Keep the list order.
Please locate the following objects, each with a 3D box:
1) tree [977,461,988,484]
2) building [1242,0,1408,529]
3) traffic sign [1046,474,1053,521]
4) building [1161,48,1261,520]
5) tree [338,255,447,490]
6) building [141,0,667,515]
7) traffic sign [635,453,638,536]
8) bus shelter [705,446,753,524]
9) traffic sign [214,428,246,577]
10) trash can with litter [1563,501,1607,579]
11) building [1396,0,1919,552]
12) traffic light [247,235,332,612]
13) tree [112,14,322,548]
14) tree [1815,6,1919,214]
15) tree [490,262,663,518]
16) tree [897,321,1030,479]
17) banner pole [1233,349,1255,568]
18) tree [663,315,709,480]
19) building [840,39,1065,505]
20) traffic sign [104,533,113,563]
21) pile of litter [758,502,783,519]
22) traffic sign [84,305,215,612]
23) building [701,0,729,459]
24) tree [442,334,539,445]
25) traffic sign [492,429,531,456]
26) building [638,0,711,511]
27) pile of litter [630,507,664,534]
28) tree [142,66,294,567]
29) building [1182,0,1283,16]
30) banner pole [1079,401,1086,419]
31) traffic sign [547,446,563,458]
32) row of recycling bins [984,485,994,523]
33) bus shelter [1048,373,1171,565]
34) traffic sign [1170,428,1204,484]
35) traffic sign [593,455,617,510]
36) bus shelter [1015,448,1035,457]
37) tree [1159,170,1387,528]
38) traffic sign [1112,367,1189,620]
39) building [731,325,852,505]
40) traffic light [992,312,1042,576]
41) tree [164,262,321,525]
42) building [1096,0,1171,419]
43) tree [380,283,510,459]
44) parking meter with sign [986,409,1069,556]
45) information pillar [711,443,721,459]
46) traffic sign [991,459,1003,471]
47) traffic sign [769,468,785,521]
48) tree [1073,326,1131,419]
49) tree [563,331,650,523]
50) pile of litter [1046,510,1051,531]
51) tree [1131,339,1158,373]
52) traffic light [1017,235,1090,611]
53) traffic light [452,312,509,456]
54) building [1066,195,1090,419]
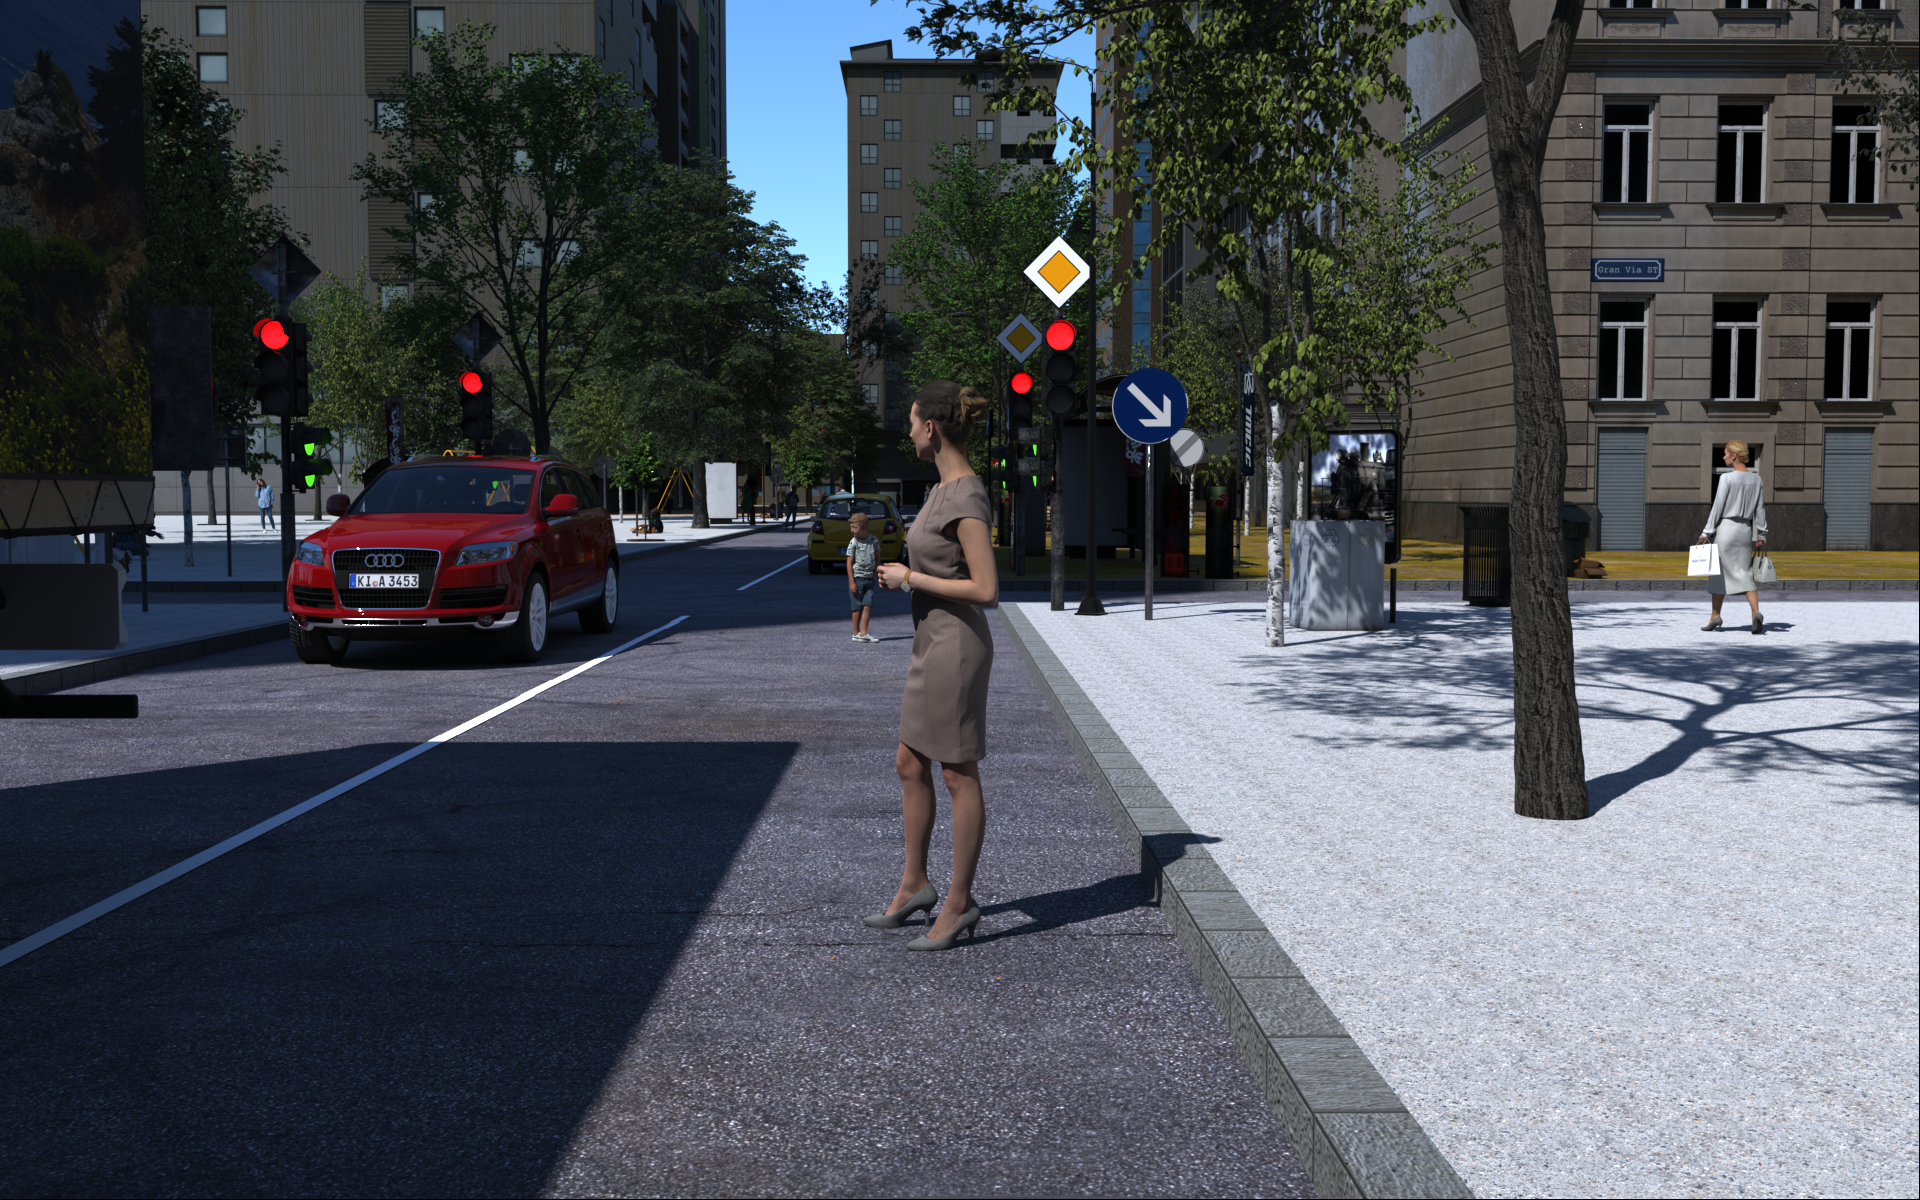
[{"bbox_3d":[0.576,-8.243,118.483,4.285,4.588,4.351,0,3,0],"label":"tree"},{"bbox_3d":[16.624,-13.072,62.871,9.793,20.994,18.267,0,4,-1],"label":"building"},{"bbox_3d":[3.712,-4.552,74.422,0.884,2.594,0.081,0,4,6],"label":"traffic sign"},{"bbox_3d":[18.921,-16.382,86.917,14.314,24.678,30.058,0,4,-1],"label":"building"},{"bbox_3d":[-18.570,-6.370,54.505,4.737,8.622,4.395,0,3,0],"label":"tree"},{"bbox_3d":[-35.259,-32.183,115.436,28.713,52.752,27.495,0,4,-1],"label":"building"},{"bbox_3d":[-9.807,-3.213,52.544,0.884,2.594,0.081,0,4,0],"label":"traffic sign"},{"bbox_3d":[-10.271,-5.023,76.046,2.014,3.302,5.546,0,4,-1],"label":"bus shelter"},{"bbox_3d":[-11.354,-1.513,26.871,0.606,2.300,0.079,1,4,8],"label":"traffic sign"},{"bbox_3d":[9.565,-0.932,26.630,0.624,1.170,1.055,-1,4,-15],"label":"trash can with litter"},{"bbox_3d":[24.811,-15.061,43.516,25.104,27.353,12.463,0,4,-1],"label":"building"},{"bbox_3d":[-7.304,-1.828,18.808,0.839,4.253,0.868,0,4,-1],"label":"traffic light"},{"bbox_3d":[-20.068,-7.597,41.226,9.611,12.733,9.660,0,3,0],"label":"tree"},{"bbox_3d":[10.295,-3.978,15.409,4.360,8.622,3.978,0,3,0],"label":"tree"},{"bbox_3d":[-19.262,-10.194,84.798,7.486,12.596,7.792,0,3,0],"label":"tree"},{"bbox_3d":[0.930,-11.741,108.978,9.611,12.733,9.660,0,3,0],"label":"tree"},{"bbox_3d":[4.890,-2.432,29.777,0.401,3.779,0.863,-1,4,-15],"label":"banner pole"},{"bbox_3d":[-17.500,-10.741,93.745,7.486,12.596,7.792,0,3,0],"label":"tree"},{"bbox_3d":[-0.008,-37.988,210.350,27.495,52.752,28.713,0,4,-1],"label":"building"},{"bbox_3d":[-9.152,-1.130,18.579,0.768,2.556,0.104,0,4,7],"label":"traffic sign"},{"bbox_3d":[-10.052,-4.741,91.472,1.719,0.858,1.176,-2,4,-32],"label":"pile of litter"},{"bbox_3d":[-9.215,-1.527,18.836,2.265,3.308,0.079,0,4,5],"label":"traffic sign"},{"bbox_3d":[-32.247,-43.880,155.682,20.611,71.187,20.563,0,4,-1],"label":"building"},{"bbox_3d":[-20.912,-7.775,77.481,4.360,8.622,3.978,0,3,0],"label":"tree"},{"bbox_3d":[-8.729,-2.056,33.724,0.768,2.556,0.104,0,4,0],"label":"traffic sign"},{"bbox_3d":[-27.839,-27.761,137.491,14.154,41.232,14.086,0,4,-1],"label":"building"},{"bbox_3d":[-10.247,-2.609,56.618,1.176,0.858,1.719,1,4,12],"label":"pile of litter"},{"bbox_3d":[-13.555,-4.880,30.158,4.737,8.622,4.395,0,3,0],"label":"tree"},{"bbox_3d":[27.355,-25.981,116.663,32.217,40.220,23.993,0,4,-1],"label":"building"},{"bbox_3d":[3.202,-3.376,45.221,0.401,3.779,0.863,1,4,14],"label":"banner pole"},{"bbox_3d":[-10.924,-2.810,46.050,0.768,2.556,0.104,0,4,5],"label":"traffic sign"},{"bbox_3d":[0.958,-4.412,79.244,1.069,1.692,3.534,-1,4,-19],"label":"row of recycling bins"},{"bbox_3d":[2.762,-2.322,31.885,2.014,3.302,5.546,0,4,-1],"label":"bus shelter"},{"bbox_3d":[4.353,-2.054,33.688,0.768,2.556,0.104,0,4,5],"label":"traffic sign"},{"bbox_3d":[-11.639,-3.467,56.796,0.768,2.556,0.104,0,4,0],"label":"traffic sign"},{"bbox_3d":[2.886,-5.435,80.142,1.731,3.624,6.357,0,4,-1],"label":"bus shelter"},{"bbox_3d":[7.492,-5.418,38.951,4.360,8.622,3.978,0,3,0],"label":"tree"},{"bbox_3d":[1.922,-1.067,17.553,0.768,2.556,0.104,0,4,8],"label":"traffic sign"},{"bbox_3d":[-28.183,-22.307,209.763,28.899,21.520,27.650,0,4,-1],"label":"building"},{"bbox_3d":[0.923,-2.326,26.947,0.839,4.253,0.868,0,4,-1],"label":"traffic light"},{"bbox_3d":[-31.036,-9.840,71.252,12.009,13.543,11.850,0,3,0],"label":"tree"},{"bbox_3d":[18.123,-29.682,135.418,14.600,45.320,14.200,0,4,-1],"label":"building"},{"bbox_3d":[-29.235,-10.862,94.603,9.611,12.733,9.660,0,3,0],"label":"tree"},{"bbox_3d":[1.433,-2.414,35.726,1.738,3.016,0.543,0,4,-6],"label":"parking meter with sign"},{"bbox_3d":[-11.143,-5.368,79.126,0.504,3.616,0.183,-2,4,-30],"label":"information pillar"},{"bbox_3d":[1.464,-3.742,61.285,0.768,2.556,0.104,0,4,0],"label":"traffic sign"},{"bbox_3d":[-8.814,-5.084,83.227,0.768,2.556,0.104,0,4,1],"label":"traffic sign"},{"bbox_3d":[6.431,-7.715,76.497,4.360,8.622,3.978,0,3,0],"label":"tree"},{"bbox_3d":[-15.215,-7.704,76.321,4.737,8.622,4.395,0,3,0],"label":"tree"},{"bbox_3d":[3.210,-2.844,60.460,1.719,0.858,1.176,0,4,-5],"label":"pile of litter"},{"bbox_3d":[8.666,-6.990,64.644,4.360,8.622,3.978,0,3,0],"label":"tree"},{"bbox_3d":[1.056,-1.837,18.963,0.839,4.253,0.868,0,4,-1],"label":"traffic light"},{"bbox_3d":[-7.436,-2.316,26.792,0.839,4.253,0.868,0,4,-1],"label":"traffic light"},{"bbox_3d":[26.764,-28.346,155.340,32.217,40.220,23.993,0,4,-1],"label":"building"}]
